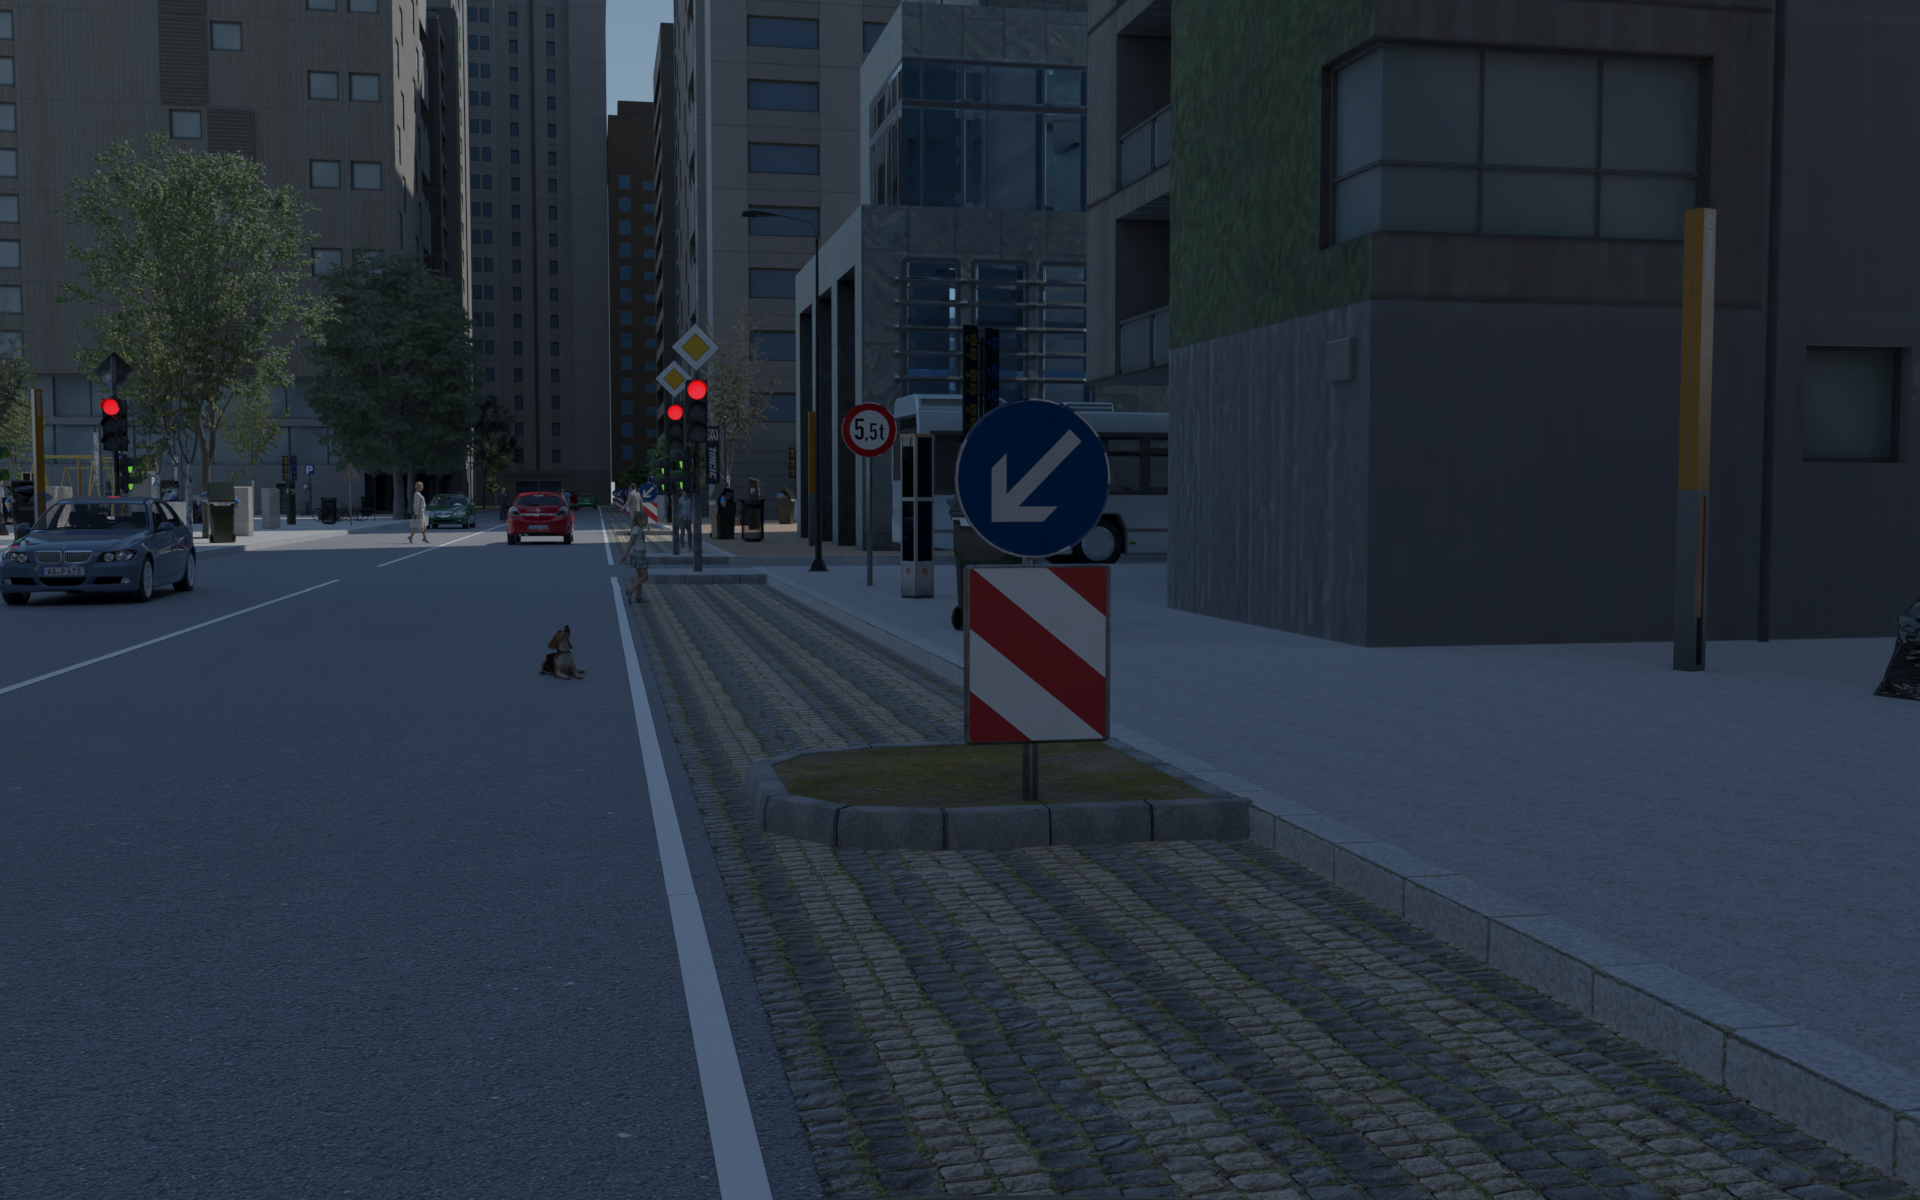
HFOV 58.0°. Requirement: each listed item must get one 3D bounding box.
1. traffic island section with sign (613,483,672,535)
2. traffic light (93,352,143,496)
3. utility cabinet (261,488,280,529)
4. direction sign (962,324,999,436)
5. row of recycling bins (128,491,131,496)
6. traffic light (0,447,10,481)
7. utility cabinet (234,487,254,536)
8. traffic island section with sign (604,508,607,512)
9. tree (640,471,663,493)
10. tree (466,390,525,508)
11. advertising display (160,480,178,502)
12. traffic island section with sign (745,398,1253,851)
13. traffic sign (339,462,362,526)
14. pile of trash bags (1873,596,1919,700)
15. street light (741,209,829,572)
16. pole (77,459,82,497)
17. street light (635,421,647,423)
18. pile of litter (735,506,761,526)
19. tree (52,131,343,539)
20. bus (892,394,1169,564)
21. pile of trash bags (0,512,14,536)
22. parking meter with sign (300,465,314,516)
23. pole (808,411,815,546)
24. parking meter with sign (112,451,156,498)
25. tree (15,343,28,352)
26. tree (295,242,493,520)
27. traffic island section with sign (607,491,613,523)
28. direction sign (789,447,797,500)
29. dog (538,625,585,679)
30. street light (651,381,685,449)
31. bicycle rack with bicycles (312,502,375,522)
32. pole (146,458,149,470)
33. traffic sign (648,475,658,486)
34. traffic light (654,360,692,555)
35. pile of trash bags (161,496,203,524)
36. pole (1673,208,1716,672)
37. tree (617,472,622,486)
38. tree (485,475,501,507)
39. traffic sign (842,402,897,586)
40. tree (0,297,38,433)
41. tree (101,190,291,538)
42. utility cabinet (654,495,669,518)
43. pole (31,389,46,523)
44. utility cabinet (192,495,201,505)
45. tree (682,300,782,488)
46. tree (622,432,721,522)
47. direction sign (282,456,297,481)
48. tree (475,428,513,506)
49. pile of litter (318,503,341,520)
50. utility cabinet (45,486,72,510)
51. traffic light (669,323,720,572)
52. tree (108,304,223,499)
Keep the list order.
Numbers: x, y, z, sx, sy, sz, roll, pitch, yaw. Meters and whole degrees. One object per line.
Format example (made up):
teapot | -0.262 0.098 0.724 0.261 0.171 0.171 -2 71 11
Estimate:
traffic island section with sign | -11.051 -3.187 60.729 1.989 1.847 2.006 -1 4 -12
traffic light | -16.639 -2.769 34.196 0.839 4.253 0.868 -1 4 -12
utility cabinet | -25.426 -3.379 63.927 0.318 1.500 1.173 0 4 -4
direction sign | 0.285 -1.929 23.536 0.379 3.537 0.876 2 4 33
row of recycling bins | -40.716 -4.847 86.358 1.069 1.692 3.534 -1 4 -17
traffic light | -14.999 -2.291 26.381 0.839 4.253 0.868 -1 4 -12
utility cabinet | -21.759 -2.633 51.735 1.173 1.500 0.318 0 4 4
traffic island section with sign | -26.883 -7.800 136.150 1.989 1.847 2.006 -1 4 -12
tree | -24.876 -8.825 138.897 1.663 3.219 1.824 0 3 0
tree | -42.345 -13.484 154.869 8.767 10.594 7.601 3 5 44
advertising display | -37.077 -4.648 81.201 0.123 1.923 0.974 2 4 24
traffic island section with sign | 0.048 0.044 7.901 1.989 1.847 2.006 -1 4 -12
traffic sign | -24.604 -4.276 69.917 0.884 2.594 0.081 0 4 -7
pile of trash bags | 7.632 -0.090 11.220 3.447 1.369 1.912 -2 4 -34
street light | -2.883 -3.424 28.528 1.470 5.913 1.316 -1 4 -12
pole | -50.977 -6.510 100.288 0.158 3.312 0.155 0 3 0
street light | -19.925 -8.405 109.964 1.470 5.913 1.316 -1 4 -12
pile of litter | -8.921 -3.462 70.562 1.719 0.858 1.176 -1 4 -13
tree | -21.688 -7.579 49.670 9.928 11.665 9.643 0 3 0
bus | 5.391 -2.406 34.198 13.247 3.499 2.948 -1 4 -13
pile of trash bags | -30.211 -2.673 53.464 1.912 1.369 3.447 1 4 21
parking meter with sign | -39.318 -6.602 104.207 0.543 3.016 1.738 0 4 -7
pole | -3.655 -2.991 42.752 0.158 3.312 0.155 0 3 0
parking meter with sign | -27.317 -3.772 57.931 1.738 3.016 0.543 0 4 -2
tree | -44.436 -7.923 79.905 4.737 8.622 4.395 0 3 0
tree | -28.189 -10.991 86.350 9.857 13.997 8.962 0 3 0
traffic island section with sign | -16.656 -4.818 87.407 1.989 1.847 2.006 -1 4 -12
direction sign | -7.948 -5.622 83.920 0.379 3.537 0.876 3 5 44
dog | -3.101 0.395 13.734 0.550 0.427 0.748 1 4 16
street light | -11.869 -6.030 71.139 1.470 5.913 1.316 -1 4 -12
bicycle rack with bicycles | -28.872 -4.143 81.125 2.925 0.926 2.852 -3 5 -43
pole | -43.905 -6.109 93.725 0.158 3.312 0.155 0 3 0
traffic sign | -18.407 -6.377 104.375 0.768 2.556 0.104 0 4 -3
traffic light | -6.012 -2.906 36.436 0.839 4.253 0.868 -1 4 -12
pile of trash bags | -33.574 -3.928 73.981 1.912 1.369 3.447 1 4 12
pole | 5.306 -1.141 12.506 0.158 3.312 0.155 0 3 0
tree | -31.315 -11.251 167.668 4.285 4.588 4.351 0 3 0
tree | -46.500 -10.855 172.085 1.663 3.219 1.824 0 3 0
traffic sign | -1.259 -1.469 24.124 0.768 2.556 0.104 0 4 -2
tree | -36.354 -6.977 64.429 4.360 8.622 3.978 0 3 0
tree | -18.955 -5.628 42.380 4.737 8.622 4.395 0 3 0
utility cabinet | -16.012 -4.998 92.886 1.020 1.237 0.306 3 5 45
pole | -17.917 -2.438 33.703 0.158 3.312 0.155 0 3 0
utility cabinet | -43.818 -5.445 100.192 1.020 1.237 0.306 -1 4 -16
tree | -8.919 -7.103 66.494 4.360 8.622 3.978 0 3 0
tree | -12.694 -5.855 79.436 4.285 4.588 4.351 0 3 0
direction sign | -39.497 -6.734 102.090 0.876 3.537 0.379 0 4 3
tree | -47.705 -13.907 177.737 4.737 8.622 4.395 0 3 0
pile of litter | -31.535 -4.454 86.787 1.176 0.858 1.719 1 4 12
utility cabinet | -25.249 -2.438 48.534 0.318 1.500 1.173 0 4 -4
traffic light | -4.371 -2.428 28.620 0.839 4.253 0.868 -1 4 -12
tree | -30.544 -7.075 66.031 4.360 8.622 3.978 0 3 0
